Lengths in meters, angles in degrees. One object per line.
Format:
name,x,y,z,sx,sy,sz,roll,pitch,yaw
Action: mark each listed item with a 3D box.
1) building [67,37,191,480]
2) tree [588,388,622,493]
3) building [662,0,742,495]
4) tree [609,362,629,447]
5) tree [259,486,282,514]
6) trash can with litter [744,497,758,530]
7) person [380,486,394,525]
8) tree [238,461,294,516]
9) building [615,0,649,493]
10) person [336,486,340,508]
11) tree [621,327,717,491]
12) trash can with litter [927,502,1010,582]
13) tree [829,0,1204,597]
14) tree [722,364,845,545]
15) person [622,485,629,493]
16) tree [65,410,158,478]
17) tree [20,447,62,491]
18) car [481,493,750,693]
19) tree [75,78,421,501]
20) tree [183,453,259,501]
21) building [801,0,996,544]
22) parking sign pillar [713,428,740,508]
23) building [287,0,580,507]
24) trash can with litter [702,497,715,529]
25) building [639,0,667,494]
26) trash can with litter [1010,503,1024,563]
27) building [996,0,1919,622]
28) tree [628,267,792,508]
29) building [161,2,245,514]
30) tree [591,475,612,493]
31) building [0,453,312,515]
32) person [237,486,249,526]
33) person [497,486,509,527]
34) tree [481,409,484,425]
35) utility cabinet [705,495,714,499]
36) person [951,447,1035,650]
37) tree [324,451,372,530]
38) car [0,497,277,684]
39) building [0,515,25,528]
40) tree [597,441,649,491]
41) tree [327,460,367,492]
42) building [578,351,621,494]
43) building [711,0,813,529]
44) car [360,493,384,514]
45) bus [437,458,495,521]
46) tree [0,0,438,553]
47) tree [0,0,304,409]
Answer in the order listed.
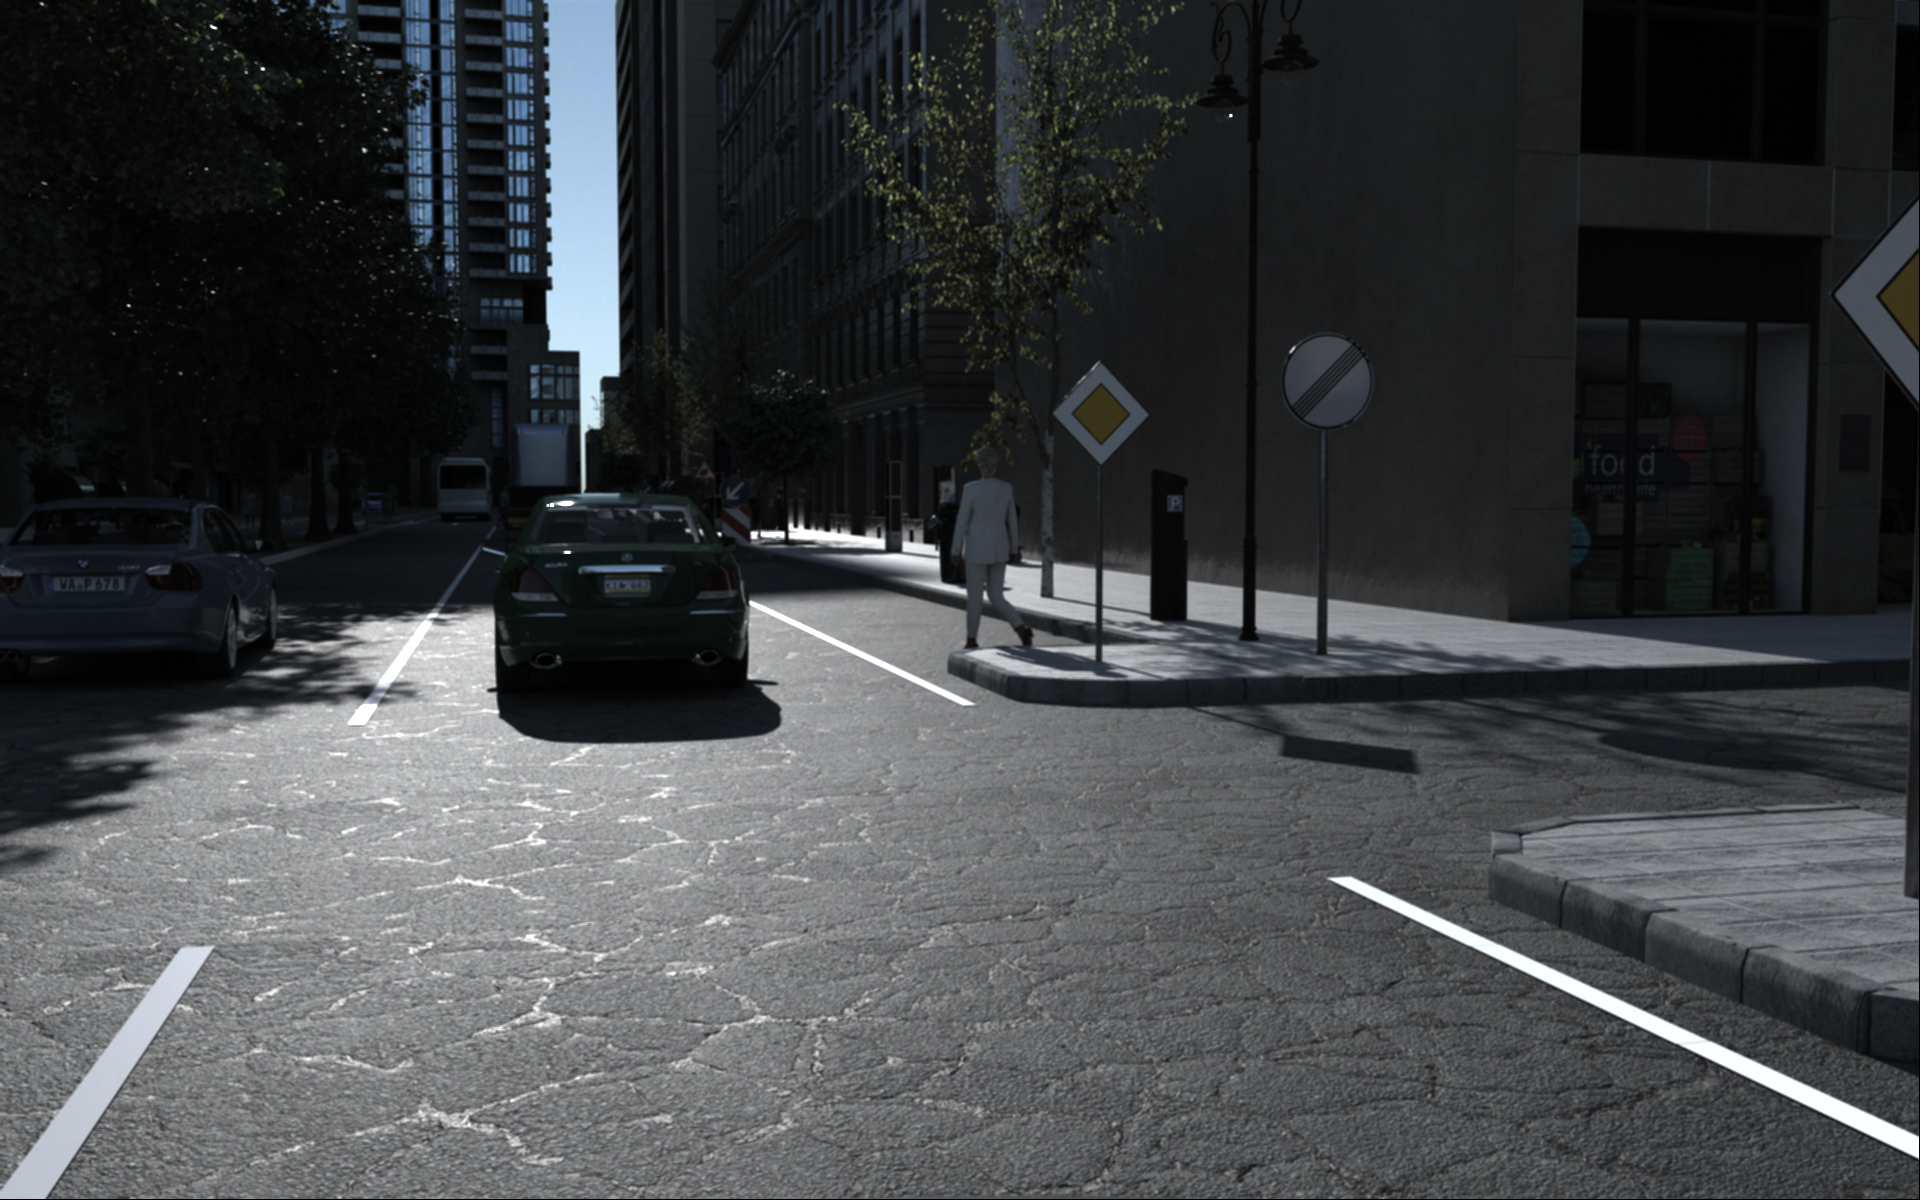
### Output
building,-56.686,-30.593,89.428,28.713,52.752,27.495,-1,4,-14
tree,-23.783,-10.383,120.123,4.360,8.622,3.978,0,3,0
building,-8.334,-34.761,110.347,21.231,58.520,28.212,-1,4,-14
tree,-16.481,-8.638,91.591,4.737,8.622,4.395,0,3,0
tree,-43.750,-9.816,110.850,4.737,8.622,4.395,0,3,0
trash can with litter,-7.510,-3.049,61.239,0.624,1.170,1.055,-2,4,-25
person,-26.678,-4.397,80.636,0.600,1.795,0.529,-2,4,-28
tree,-41.329,-7.314,103.297,4.285,4.588,4.351,0,3,0
building,-18.047,-32.150,149.350,21.300,48.544,21.600,-1,4,-14
person,-27.516,-4.203,77.198,0.573,1.828,0.580,1,4,14
tree,-12.679,-7.686,76.032,4.360,8.622,3.978,0,3,0
trash can with litter,0.089,-0.848,25.255,1.055,1.170,0.624,-3,5,-42
tree,0.859,-4.345,21.399,4.360,8.622,3.978,0,3,0
tree,-4.433,-3.700,44.203,4.285,4.588,4.351,0,3,0
person,-14.687,-4.110,75.802,0.767,1.812,0.694,1,4,21
tree,-33.067,-5.138,67.728,4.285,4.588,4.351,0,3,0
tree,-32.725,-4.131,62.145,1.663,3.219,1.824,0,3,0
car,-2.799,-0.137,14.043,2.131,1.459,4.920,-1,4,-13
tree,-14.879,-5.939,33.974,8.767,10.594,7.601,-1,4,-14
tree,-37.617,-8.280,85.748,4.737,8.622,4.395,0,3,0
building,1.389,-12.519,53.837,9.793,20.994,18.267,-1,4,-14
parking sign pillar,-9.561,-5.051,71.055,1.447,3.967,1.447,2,4,28
building,-55.254,-52.813,176.167,31.000,86.520,22.319,-1,4,-14
trash can with litter,-8.735,-2.989,60.257,0.624,1.170,1.055,-1,4,-17
building,-16.542,-29.384,130.541,14.600,45.320,14.200,-1,4,-14
trash can with litter,0.851,-1.291,32.500,0.624,1.170,1.055,1,4,11
building,19.580,-13.790,29.981,34.151,26.468,19.350,-1,4,-14
tree,-7.237,-6.426,55.420,4.737,8.622,4.395,0,3,0
building,-54.807,-28.226,111.613,14.600,45.320,14.200,-1,4,-14
tree,-29.788,-9.196,144.958,1.663,3.219,1.824,0,3,0
building,-67.414,-17.722,134.793,28.899,21.520,27.650,-1,4,-14
person,-31.878,-4.177,77.134,0.599,1.781,0.374,0,4,-2
person,-19.711,-4.043,75.087,0.782,1.767,0.515,3,5,42
tree,-19.586,-8.138,52.530,9.611,12.733,9.660,0,3,0
utility cabinet,-11.912,-4.335,82.032,0.306,1.237,1.020,2,4,33
person,0.279,-0.409,15.071,0.818,1.842,0.514,3,5,41
tree,-23.746,-7.109,69.054,4.360,8.622,3.978,0,3,0
car,-6.849,-0.153,14.509,2.014,1.417,4.499,-1,4,-15
building,-47.970,-12.950,56.769,27.650,21.520,28.899,-1,4,-14
tree,-21.086,-7.631,108.476,4.285,4.588,4.351,0,3,0
tree,-52.592,-10.091,148.700,4.285,4.588,4.351,0,3,0
building,-24.276,-53.263,183.522,31.000,86.520,22.319,-1,4,-14
building,-3.203,-17.005,75.298,12.463,27.353,25.104,-1,4,-14
car,-41.581,-6.942,123.087,1.945,1.707,3.694,-1,4,-15
bus,-27.056,-6.124,94.984,2.948,3.499,13.247,-1,4,-14
tree,-16.975,-7.516,42.344,9.611,12.733,9.660,0,3,0
tree,-9.680,-6.417,14.031,9.857,13.997,8.962,0,3,0
